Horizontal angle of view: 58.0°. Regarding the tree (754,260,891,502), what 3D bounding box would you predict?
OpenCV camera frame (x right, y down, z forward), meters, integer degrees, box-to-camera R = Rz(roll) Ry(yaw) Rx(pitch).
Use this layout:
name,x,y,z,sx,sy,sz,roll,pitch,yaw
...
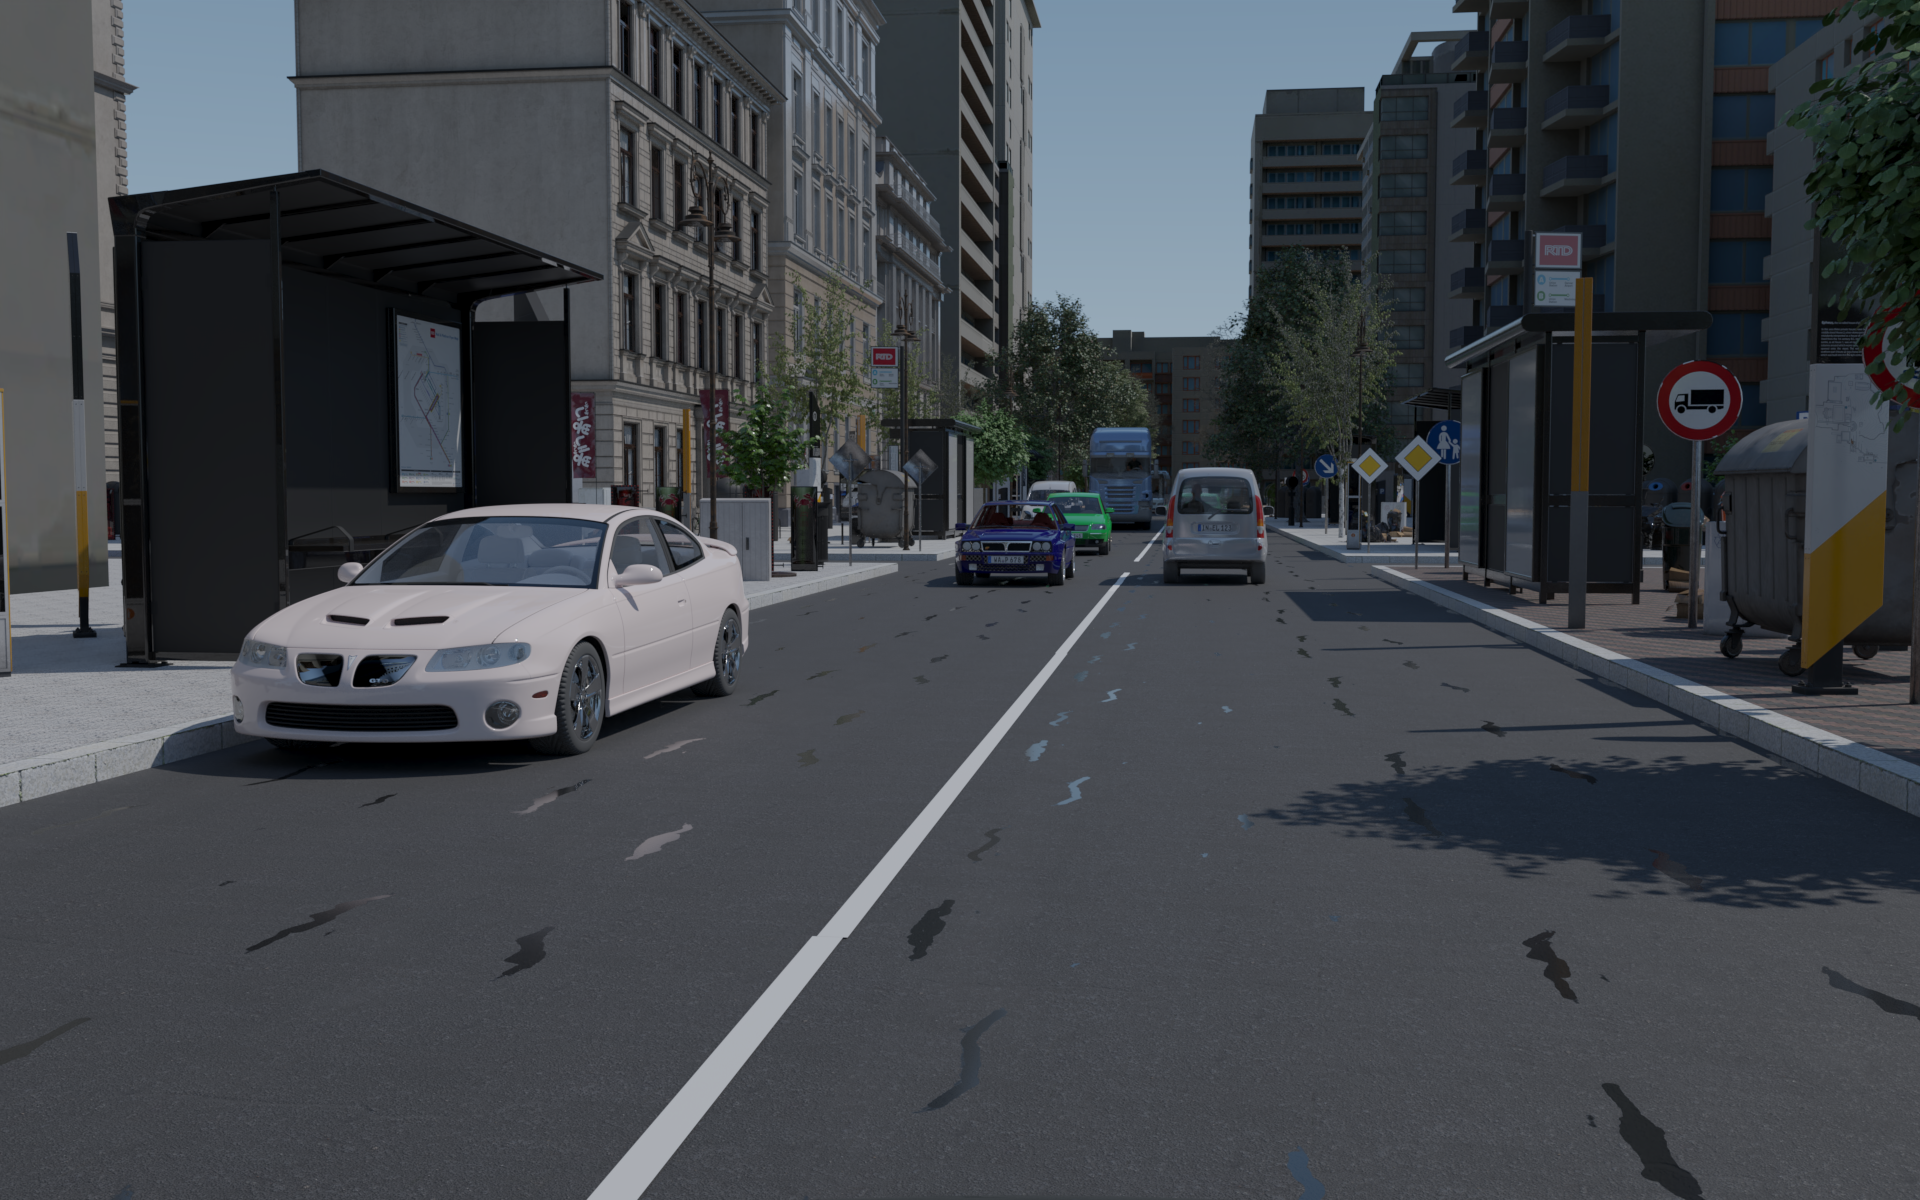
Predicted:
name,x,y,z,sx,sy,sz,roll,pitch,yaw
tree,-4.514,-6.405,55.090,4.737,8.622,4.395,0,3,0

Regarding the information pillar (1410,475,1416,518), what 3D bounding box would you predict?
name,x,y,z,sx,sy,sz,roll,pitch,yaw
information pillar,18.896,-4.900,71.469,0.183,3.616,0.504,-1,4,-12

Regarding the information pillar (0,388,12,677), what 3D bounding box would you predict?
name,x,y,z,sx,sy,sz,roll,pitch,yaw
information pillar,-6.857,-0.466,12.107,0.304,2.012,0.304,-3,5,-41

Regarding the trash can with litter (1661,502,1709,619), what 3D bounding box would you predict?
name,x,y,z,sx,sy,sz,roll,pitch,yaw
trash can with litter,7.793,-0.386,17.691,1.055,1.170,0.624,2,4,32

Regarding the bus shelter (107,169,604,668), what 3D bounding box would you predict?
name,x,y,z,sx,sy,sz,roll,pitch,yaw
bus shelter,-5.069,-1.496,15.741,1.731,3.624,6.357,0,4,7

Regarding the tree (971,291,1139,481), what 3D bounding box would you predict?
name,x,y,z,sx,sy,sz,roll,pitch,yaw
tree,5.409,-11.078,98.138,9.611,12.733,9.660,0,3,0

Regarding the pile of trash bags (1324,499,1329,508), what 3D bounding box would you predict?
name,x,y,z,sx,sy,sz,roll,pitch,yaw
pile of trash bags,20.652,-5.134,93.692,1.912,1.369,3.447,0,4,1

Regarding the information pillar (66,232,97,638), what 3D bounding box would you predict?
name,x,y,z,sx,sy,sz,roll,pitch,yaw
information pillar,-7.838,-1.471,15.405,0.183,3.616,0.504,-2,4,-29

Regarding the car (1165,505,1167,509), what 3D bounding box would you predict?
name,x,y,z,sx,sy,sz,roll,pitch,yaw
car,7.079,-2.635,51.878,1.959,1.807,4.718,0,4,8

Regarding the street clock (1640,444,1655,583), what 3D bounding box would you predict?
name,x,y,z,sx,sy,sz,roll,pitch,yaw
street clock,9.787,-1.256,25.098,0.471,2.002,0.358,-1,4,-19

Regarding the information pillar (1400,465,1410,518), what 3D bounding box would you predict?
name,x,y,z,sx,sy,sz,roll,pitch,yaw
information pillar,24.405,-6.307,94.471,0.504,3.616,0.183,1,4,19

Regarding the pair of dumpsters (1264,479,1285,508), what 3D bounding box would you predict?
name,x,y,z,sx,sy,sz,roll,pitch,yaw
pair of dumpsters,20.084,-6.545,109.503,1.574,2.255,4.437,0,4,8

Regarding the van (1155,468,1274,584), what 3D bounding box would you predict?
name,x,y,z,sx,sy,sz,roll,pitch,yaw
van,4.278,-1.352,29.121,2.013,2.044,4.112,0,4,8

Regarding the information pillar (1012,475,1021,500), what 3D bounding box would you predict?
name,x,y,z,sx,sy,sz,roll,pitch,yaw
information pillar,2.089,-3.727,65.421,0.304,2.012,0.304,2,4,28

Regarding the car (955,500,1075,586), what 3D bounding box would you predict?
name,x,y,z,sx,sy,sz,roll,pitch,yaw
car,0.949,-0.970,28.441,1.945,1.354,3.894,0,4,7

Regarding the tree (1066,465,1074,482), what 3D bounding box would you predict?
name,x,y,z,sx,sy,sz,roll,pitch,yaw
tree,2.800,-5.865,79.605,4.285,4.588,4.351,0,3,0

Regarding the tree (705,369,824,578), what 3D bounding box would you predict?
name,x,y,z,sx,sy,sz,roll,pitch,yaw
tree,-3.116,-1.984,27.047,1.663,3.219,1.824,0,3,0

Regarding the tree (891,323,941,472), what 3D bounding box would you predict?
name,x,y,z,sx,sy,sz,roll,pitch,yaw
tree,-2.542,-7.436,71.945,4.737,8.622,4.395,0,3,0

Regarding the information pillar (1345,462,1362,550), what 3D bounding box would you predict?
name,x,y,z,sx,sy,sz,roll,pitch,yaw
information pillar,9.084,-2.164,39.881,0.304,2.012,0.304,1,4,21

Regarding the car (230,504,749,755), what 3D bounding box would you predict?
name,x,y,z,sx,sy,sz,roll,pitch,yaw
car,-2.736,0.076,11.127,2.083,1.381,4.827,1,4,9

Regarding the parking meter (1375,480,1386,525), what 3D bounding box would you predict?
name,x,y,z,sx,sy,sz,roll,pitch,yaw
parking meter,17.242,-3.999,71.099,0.399,1.863,0.255,-1,4,-16

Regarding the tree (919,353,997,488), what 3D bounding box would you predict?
name,x,y,z,sx,sy,sz,roll,pitch,yaw
tree,-0.133,-8.521,89.677,4.360,8.622,3.978,0,3,0

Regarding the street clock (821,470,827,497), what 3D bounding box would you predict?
name,x,y,z,sx,sy,sz,roll,pitch,yaw
street clock,-4.161,-2.841,51.023,0.471,2.002,0.358,2,4,25

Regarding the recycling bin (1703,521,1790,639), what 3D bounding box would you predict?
name,x,y,z,sx,sy,sz,roll,pitch,yaw
recycling bin,7.260,-0.199,15.804,0.722,1.027,0.722,3,4,38

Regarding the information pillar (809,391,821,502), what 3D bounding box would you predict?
name,x,y,z,sx,sy,sz,roll,pitch,yaw
information pillar,-3.330,-2.958,39.722,0.183,3.616,0.504,1,4,17

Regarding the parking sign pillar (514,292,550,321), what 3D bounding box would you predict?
name,x,y,z,sx,sy,sz,roll,pitch,yaw
parking sign pillar,-5.055,-1.935,20.112,1.447,3.967,1.447,-2,4,-29

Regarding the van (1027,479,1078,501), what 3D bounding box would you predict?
name,x,y,z,sx,sy,sz,roll,pitch,yaw
van,2.840,-2.858,53.735,2.013,2.044,4.112,0,4,8

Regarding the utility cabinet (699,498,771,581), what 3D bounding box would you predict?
name,x,y,z,sx,sy,sz,roll,pitch,yaw
utility cabinet,-3.314,-0.882,25.578,1.020,1.237,0.306,0,4,0

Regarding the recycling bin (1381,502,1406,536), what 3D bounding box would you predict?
name,x,y,z,sx,sy,sz,roll,pitch,yaw
recycling bin,13.377,-2.500,53.427,0.722,1.027,0.722,1,4,18

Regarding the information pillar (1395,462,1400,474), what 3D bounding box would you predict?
name,x,y,z,sx,sy,sz,roll,pitch,yaw
information pillar,28.001,-7.292,110.581,0.504,3.616,0.183,2,4,33

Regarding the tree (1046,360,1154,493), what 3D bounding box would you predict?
name,x,y,z,sx,sy,sz,roll,pitch,yaw
tree,8.257,-10.833,111.529,8.767,10.594,7.601,0,4,3

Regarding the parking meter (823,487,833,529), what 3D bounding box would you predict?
name,x,y,z,sx,sy,sz,roll,pitch,yaw
parking meter,-4.876,-3.389,63.816,0.372,1.533,0.369,0,3,0

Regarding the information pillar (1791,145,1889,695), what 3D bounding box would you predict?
name,x,y,z,sx,sy,sz,roll,pitch,yaw
information pillar,5.648,-1.204,11.038,0.504,3.616,0.183,0,4,0

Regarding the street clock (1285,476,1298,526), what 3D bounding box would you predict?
name,x,y,z,sx,sy,sz,roll,pitch,yaw
street clock,13.384,-3.995,69.890,0.471,2.002,0.358,-1,4,-22

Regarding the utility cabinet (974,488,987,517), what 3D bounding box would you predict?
name,x,y,z,sx,sy,sz,roll,pitch,yaw
utility cabinet,0.422,-3.465,65.324,1.173,1.500,0.318,1,4,16

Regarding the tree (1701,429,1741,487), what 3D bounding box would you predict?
name,x,y,z,sx,sy,sz,roll,pitch,yaw
tree,22.847,-3.463,51.218,1.663,3.219,1.824,0,3,0

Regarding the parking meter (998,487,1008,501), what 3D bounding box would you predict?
name,x,y,z,sx,sy,sz,roll,pitch,yaw
parking meter,1.653,-3.554,66.518,0.372,1.533,0.369,0,3,0

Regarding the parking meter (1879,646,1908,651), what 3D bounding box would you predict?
name,x,y,z,sx,sy,sz,roll,pitch,yaw
parking meter,7.652,-0.523,14.266,0.399,1.863,0.255,1,4,18

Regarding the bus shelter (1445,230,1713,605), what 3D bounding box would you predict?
name,x,y,z,sx,sy,sz,roll,pitch,yaw
bus shelter,8.115,-2.849,24.209,2.179,5.291,8.768,0,4,7

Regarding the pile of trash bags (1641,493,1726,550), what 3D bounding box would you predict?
name,x,y,z,sx,sy,sz,roll,pitch,yaw
pile of trash bags,16.315,-1.848,39.975,3.447,1.369,1.912,1,4,17

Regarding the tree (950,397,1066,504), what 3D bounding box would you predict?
name,x,y,z,sx,sy,sz,roll,pitch,yaw
tree,0.822,-4.602,58.957,4.285,4.588,4.351,0,3,0

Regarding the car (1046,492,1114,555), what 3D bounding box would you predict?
name,x,y,z,sx,sy,sz,roll,pitch,yaw
car,2.774,-2.039,42.128,1.959,1.807,4.718,0,4,6
